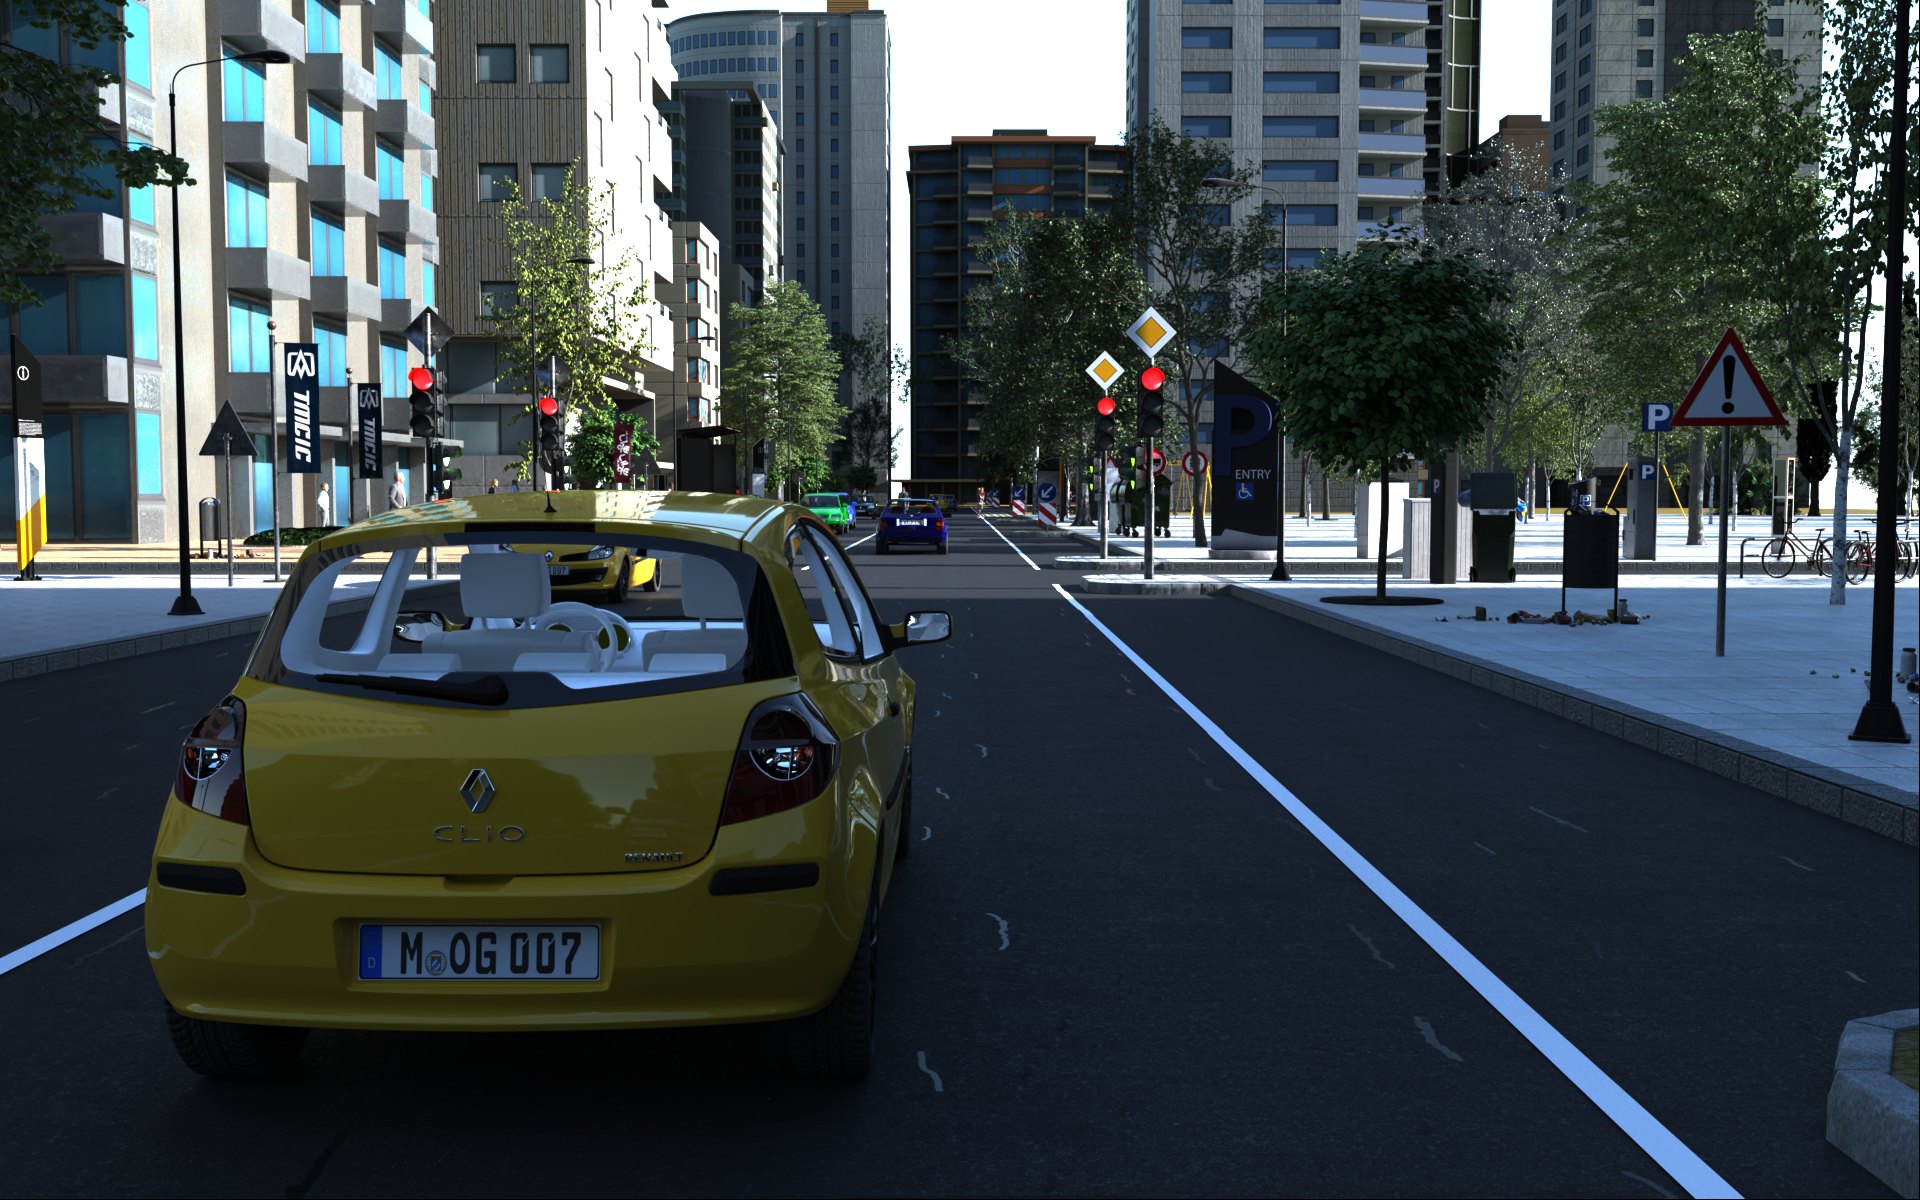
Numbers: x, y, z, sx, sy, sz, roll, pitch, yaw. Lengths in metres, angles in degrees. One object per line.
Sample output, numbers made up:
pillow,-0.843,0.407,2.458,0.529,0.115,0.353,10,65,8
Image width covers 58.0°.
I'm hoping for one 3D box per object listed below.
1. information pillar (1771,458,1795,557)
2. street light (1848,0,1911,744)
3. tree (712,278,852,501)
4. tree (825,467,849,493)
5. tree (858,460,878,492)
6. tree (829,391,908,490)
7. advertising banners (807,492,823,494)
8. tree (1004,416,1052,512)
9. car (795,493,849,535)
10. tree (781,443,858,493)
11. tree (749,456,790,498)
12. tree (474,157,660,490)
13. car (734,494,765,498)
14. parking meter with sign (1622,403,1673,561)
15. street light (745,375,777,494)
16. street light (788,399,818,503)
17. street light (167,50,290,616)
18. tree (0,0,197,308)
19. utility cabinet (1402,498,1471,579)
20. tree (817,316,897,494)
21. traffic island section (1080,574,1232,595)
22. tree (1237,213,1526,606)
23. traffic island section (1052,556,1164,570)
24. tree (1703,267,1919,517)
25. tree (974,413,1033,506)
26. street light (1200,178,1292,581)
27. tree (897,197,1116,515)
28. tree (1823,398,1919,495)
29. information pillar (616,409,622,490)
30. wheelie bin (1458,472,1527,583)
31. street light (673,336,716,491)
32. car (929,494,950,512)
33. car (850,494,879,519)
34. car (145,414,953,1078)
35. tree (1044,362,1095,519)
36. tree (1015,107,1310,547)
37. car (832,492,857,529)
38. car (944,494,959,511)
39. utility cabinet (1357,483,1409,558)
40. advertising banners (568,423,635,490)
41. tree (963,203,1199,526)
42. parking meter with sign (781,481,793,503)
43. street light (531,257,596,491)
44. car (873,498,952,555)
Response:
information pillar,16.713,-1.877,35.179,0.304,2.012,0.304,-3,4,-38
street light,4.277,-2.224,8.901,1.470,5.913,1.316,0,3,0
tree,-9.297,-10.587,91.217,7.486,12.596,7.792,0,3,0
tree,-8.871,-7.867,123.220,1.663,3.219,1.824,0,3,0
tree,-9.380,-11.173,166.390,4.285,4.588,4.351,0,3,0
tree,-8.467,-13.624,157.164,7.601,10.594,8.767,1,4,16
advertising banners,-9.617,-6.932,109.530,2.074,3.025,0.090,1,4,8
tree,4.905,-10.619,123.978,4.737,8.622,4.395,0,3,0
car,-4.993,-3.288,62.548,1.959,1.807,4.718,0,4,0
tree,-9.503,-7.502,106.376,4.285,4.588,4.351,0,3,0
tree,-8.635,-5.015,76.599,1.663,3.219,1.824,0,3,0
tree,-8.943,-5.407,38.763,4.737,8.622,4.395,0,3,0
car,-5.298,-1.896,40.781,2.009,1.686,4.222,0,4,1
parking meter with sign,13.396,-2.304,33.927,0.543,3.016,1.738,0,4,6
street light,-7.838,-5.827,67.817,1.470,5.913,1.316,0,3,0
street light,-7.839,-6.871,84.884,1.470,5.913,1.316,0,3,0
street light,-7.707,-2.797,18.277,1.470,5.913,1.316,0,3,0
tree,-9.388,-5.786,12.733,7.486,12.596,7.792,0,3,0
utility cabinet,7.267,-0.928,26.335,1.020,1.237,0.306,-1,4,-12
tree,-8.708,-19.964,182.294,12.611,20.169,13.585,0,3,0
traffic island section,2.870,-0.233,26.098,2.009,0.180,2.903,0,3,0
tree,4.931,-2.246,20.434,4.285,4.588,4.351,0,3,0
traffic island section,2.854,-0.722,34.083,2.009,0.180,2.903,0,3,0
tree,54.262,-12.188,101.092,18.604,14.587,13.155,0,4,3
tree,5.082,-16.270,184.145,7.486,12.596,7.792,0,3,0
street light,4.235,-3.248,25.643,1.470,5.913,1.316,0,3,0
tree,4.899,-15.509,109.459,12.611,20.169,13.585,0,3,0
tree,55.055,-7.517,85.814,20.602,7.101,11.467,0,4,-2
information pillar,-9.327,-3.425,47.346,0.183,3.616,0.504,-1,4,-17
wheelie bin,7.749,-1.064,25.298,0.980,1.594,0.693,1,4,14
street light,-7.867,-4.801,51.039,1.470,5.913,1.316,0,3,0
car,-1.819,-7.934,139.938,2.015,1.641,3.980,0,4,-1
car,-5.630,-5.475,99.294,2.009,1.686,4.222,0,4,-1
car,-1.036,0.278,5.679,2.015,1.641,3.980,0,4,0
tree,5.849,-8.530,89.830,4.360,8.622,3.978,0,3,0
tree,5.596,-6.581,42.011,7.601,10.594,8.767,2,4,33
car,-5.214,-3.807,71.836,1.945,1.707,3.694,0,4,-1
car,-1.074,-8.089,144.258,2.014,1.417,4.499,0,4,2
utility cabinet,8.421,-1.581,34.523,1.173,1.500,0.318,-2,4,-35
advertising banners,-9.055,-2.849,42.772,2.074,3.025,0.090,-1,4,-19
tree,4.838,-9.292,68.924,9.611,12.733,9.660,0,3,0
parking meter with sign,-10.352,-6.232,98.147,1.738,3.016,0.543,-1,4,-17
street light,-7.856,-3.769,34.159,1.470,5.913,1.316,0,3,0
car,-1.168,-1.824,42.404,1.945,1.354,3.894,0,4,-1
